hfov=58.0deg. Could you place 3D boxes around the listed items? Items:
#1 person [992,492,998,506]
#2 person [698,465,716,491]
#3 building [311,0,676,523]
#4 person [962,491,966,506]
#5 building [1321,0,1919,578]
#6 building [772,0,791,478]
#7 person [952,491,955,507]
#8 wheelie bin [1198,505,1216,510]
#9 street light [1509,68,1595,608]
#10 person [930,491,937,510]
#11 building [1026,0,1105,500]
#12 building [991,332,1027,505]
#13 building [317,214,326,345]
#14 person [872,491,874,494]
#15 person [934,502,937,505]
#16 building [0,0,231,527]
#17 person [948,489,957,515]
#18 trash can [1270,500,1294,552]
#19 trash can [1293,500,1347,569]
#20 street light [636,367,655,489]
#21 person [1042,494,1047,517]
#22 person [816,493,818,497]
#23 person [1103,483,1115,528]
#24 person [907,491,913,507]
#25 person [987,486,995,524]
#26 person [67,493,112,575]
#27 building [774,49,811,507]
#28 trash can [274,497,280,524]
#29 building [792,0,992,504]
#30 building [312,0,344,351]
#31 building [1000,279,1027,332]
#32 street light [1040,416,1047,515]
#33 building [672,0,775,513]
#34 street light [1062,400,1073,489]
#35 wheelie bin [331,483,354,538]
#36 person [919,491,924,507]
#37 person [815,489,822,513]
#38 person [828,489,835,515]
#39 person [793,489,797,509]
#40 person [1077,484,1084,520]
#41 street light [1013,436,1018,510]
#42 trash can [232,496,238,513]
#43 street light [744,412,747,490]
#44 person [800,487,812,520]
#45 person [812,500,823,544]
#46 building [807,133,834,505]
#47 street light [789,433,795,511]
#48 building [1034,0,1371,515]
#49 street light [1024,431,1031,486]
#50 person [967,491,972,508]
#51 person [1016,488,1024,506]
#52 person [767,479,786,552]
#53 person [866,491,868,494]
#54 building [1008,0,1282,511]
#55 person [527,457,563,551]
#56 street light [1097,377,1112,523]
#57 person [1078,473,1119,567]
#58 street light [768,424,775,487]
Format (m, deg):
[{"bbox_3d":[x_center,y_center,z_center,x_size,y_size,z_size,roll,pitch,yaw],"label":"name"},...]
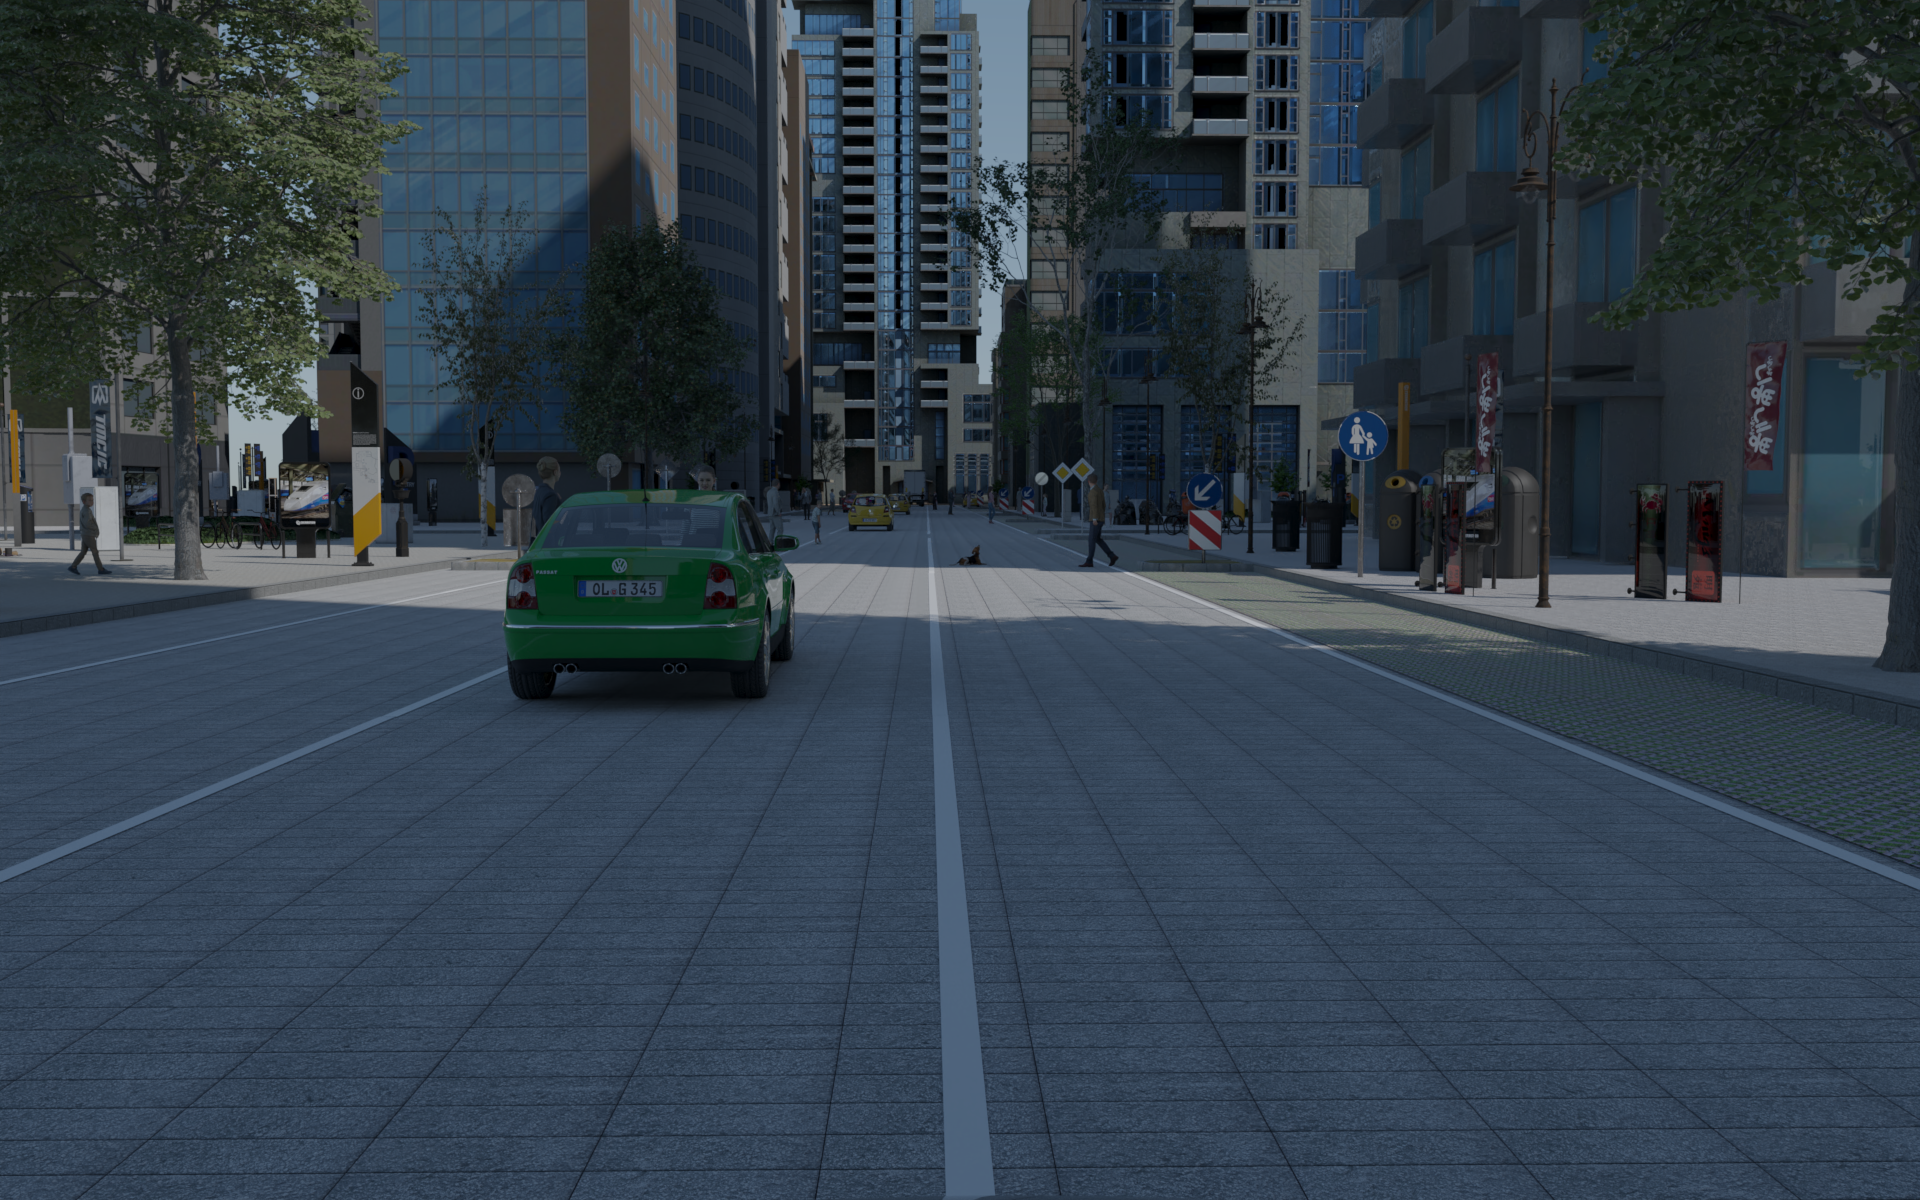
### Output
[{"bbox_3d":[3.594,-10.539,178.351,1.348,1.824,0.705,2,4,24],"label":"person"},{"bbox_3d":[-2.397,-0.423,16.415,0.512,1.701,0.522,0,4,3],"label":"person"},{"bbox_3d":[-21.503,-26.463,82.779,14.600,45.320,14.200,0,4,-1],"label":"building"},{"bbox_3d":[0.511,-12.255,209.314,0.683,1.767,0.568,-3,4,-37],"label":"person"},{"bbox_3d":[21.914,-25.590,38.009,23.786,49.044,30.456,0,4,-1],"label":"building"},{"bbox_3d":[-29.273,-34.352,150.889,28.713,52.752,27.495,0,4,-1],"label":"building"},{"bbox_3d":[-0.836,-11.220,192.620,0.621,1.740,0.551,1,4,20],"label":"person"},{"bbox_3d":[9.709,-3.672,67.951,0.693,1.594,0.980,2,4,26],"label":"wheelie bin"},{"bbox_3d":[6.594,-2.851,19.401,0.468,5.910,1.993,0,4,-1],"label":"street light"},{"bbox_3d":[-2.407,-8.968,155.925,0.742,1.727,0.445,0,4,-4],"label":"person"},{"bbox_3d":[12.549,-28.281,145.985,14.154,41.232,14.086,0,4,-1],"label":"building"},{"bbox_3d":[17.924,-21.666,199.281,27.650,21.520,28.899,0,4,-1],"label":"building"},{"bbox_3d":[-71.167,-35.268,231.257,28.867,44.769,22.147,0,4,-1],"label":"building"},{"bbox_3d":[-9.417,-10.822,186.147,0.721,1.736,1.217,-1,4,-12],"label":"person"},{"bbox_3d":[-3.004,-12.115,207.249,0.621,1.740,0.551,0,4,-5],"label":"person"},{"bbox_3d":[-44.085,-38.539,68.368,20.611,71.187,20.563,0,4,-1],"label":"building"},{"bbox_3d":[-0.554,-6.840,120.504,0.590,1.801,0.661,-1,4,-16],"label":"person"},{"bbox_3d":[7.272,-1.649,38.622,0.748,1.137,0.748,0,3,0],"label":"trash can"},{"bbox_3d":[6.264,-1.108,29.765,0.748,1.137,0.748,0,3,0],"label":"trash can"},{"bbox_3d":[-11.429,-5.526,63.141,0.468,5.910,1.993,0,4,-1],"label":"street light"},{"bbox_3d":[4.786,-5.365,98.041,0.394,1.301,0.425,-1,4,-19],"label":"person"},{"bbox_3d":[-15.016,-10.637,183.185,0.421,1.427,0.697,-2,4,-29],"label":"person"},{"bbox_3d":[5.522,-3.583,65.631,0.512,1.701,0.522,-3,4,-37],"label":"person"},{"bbox_3d":[-5.540,-10.900,187.444,0.721,1.736,1.217,-3,5,-44],"label":"person"},{"bbox_3d":[1.522,-4.604,83.777,0.388,1.821,0.555,-2,4,-30],"label":"person"},{"bbox_3d":[-13.851,-1.051,27.505,0.475,1.303,0.640,3,5,44],"label":"person"},{"bbox_3d":[-22.285,-31.924,172.063,14.600,45.320,14.200,0,4,-1],"label":"building"},{"bbox_3d":[-28.397,-3.733,72.687,0.748,1.137,0.748,0,3,0],"label":"trash can"},{"bbox_3d":[-10.245,-56.175,231.134,31.000,86.520,22.319,0,4,-1],"label":"building"},{"bbox_3d":[-58.340,-40.281,200.585,28.212,58.520,21.231,0,4,-1],"label":"building"},{"bbox_3d":[12.634,-28.042,230.184,14.107,30.474,14.160,0,4,-1],"label":"building"},{"bbox_3d":[4.980,-7.928,102.408,0.468,5.910,1.993,0,4,-1],"label":"street light"},{"bbox_3d":[-24.145,-35.005,114.327,21.231,58.520,28.212,0,4,-1],"label":"building"},{"bbox_3d":[5.283,-6.889,85.422,0.468,5.910,1.993,0,4,-1],"label":"street light"},{"bbox_3d":[-18.237,-2.646,51.166,0.693,1.594,0.980,-3,4,-36],"label":"wheelie bin"},{"bbox_3d":[-4.261,-11.234,193.002,0.721,1.723,1.217,-2,4,-26],"label":"person"},{"bbox_3d":[-10.247,-7.131,125.283,0.583,1.804,0.606,-1,4,-19],"label":"person"},{"bbox_3d":[-8.606,-6.558,115.947,0.641,1.798,0.478,3,4,38],"label":"person"},{"bbox_3d":[-13.649,-8.347,143.438,0.530,1.710,0.541,0,4,-7],"label":"person"},{"bbox_3d":[6.048,-4.837,85.314,0.419,1.800,0.721,-3,5,-39],"label":"person"},{"bbox_3d":[4.412,-10.074,137.492,0.468,5.910,1.993,0,4,-1],"label":"street light"},{"bbox_3d":[-55.283,-7.373,132.196,0.748,1.137,0.748,0,3,0],"label":"trash can"},{"bbox_3d":[-12.141,-7.645,97.781,0.468,5.910,1.993,0,4,-1],"label":"street light"},{"bbox_3d":[-8.464,-5.298,95.296,0.592,1.802,0.473,1,4,16],"label":"person"},{"bbox_3d":[-4.065,-2.215,49.392,0.352,1.250,0.332,1,4,10],"label":"person"},{"bbox_3d":[-29.788,-33.426,201.135,28.867,44.769,22.147,0,4,-1],"label":"building"},{"bbox_3d":[-12.819,-9.723,131.752,0.468,5.910,1.993,0,4,-1],"label":"street light"},{"bbox_3d":[16.773,-49.043,114.526,22.319,86.520,31.000,0,4,-1],"label":"building"},{"bbox_3d":[4.727,-9.035,120.506,0.468,5.910,1.993,0,4,-1],"label":"street light"},{"bbox_3d":[0.915,-9.911,171.211,0.551,1.740,0.621,2,4,27],"label":"person"},{"bbox_3d":[4.576,-7.558,130.094,0.782,1.767,0.515,-3,5,-41],"label":"person"},{"bbox_3d":[-4.608,-2.115,43.188,0.391,1.810,0.635,-3,4,-36],"label":"person"},{"bbox_3d":[-9.691,-10.474,180.273,1.217,1.766,0.721,-1,4,-20],"label":"person"},{"bbox_3d":[16.574,-52.266,167.228,22.319,86.520,31.000,0,4,-1],"label":"building"},{"bbox_3d":[-3.774,-0.419,15.770,0.576,1.772,0.534,3,5,39],"label":"person"},{"bbox_3d":[5.693,-5.850,68.438,0.468,5.910,1.993,0,4,-1],"label":"street light"},{"bbox_3d":[2.708,-1.567,34.033,0.836,1.842,0.656,-1,4,-10],"label":"person"},{"bbox_3d":[-12.484,-8.684,114.767,0.468,5.910,1.993,0,4,-1],"label":"street light"}]
